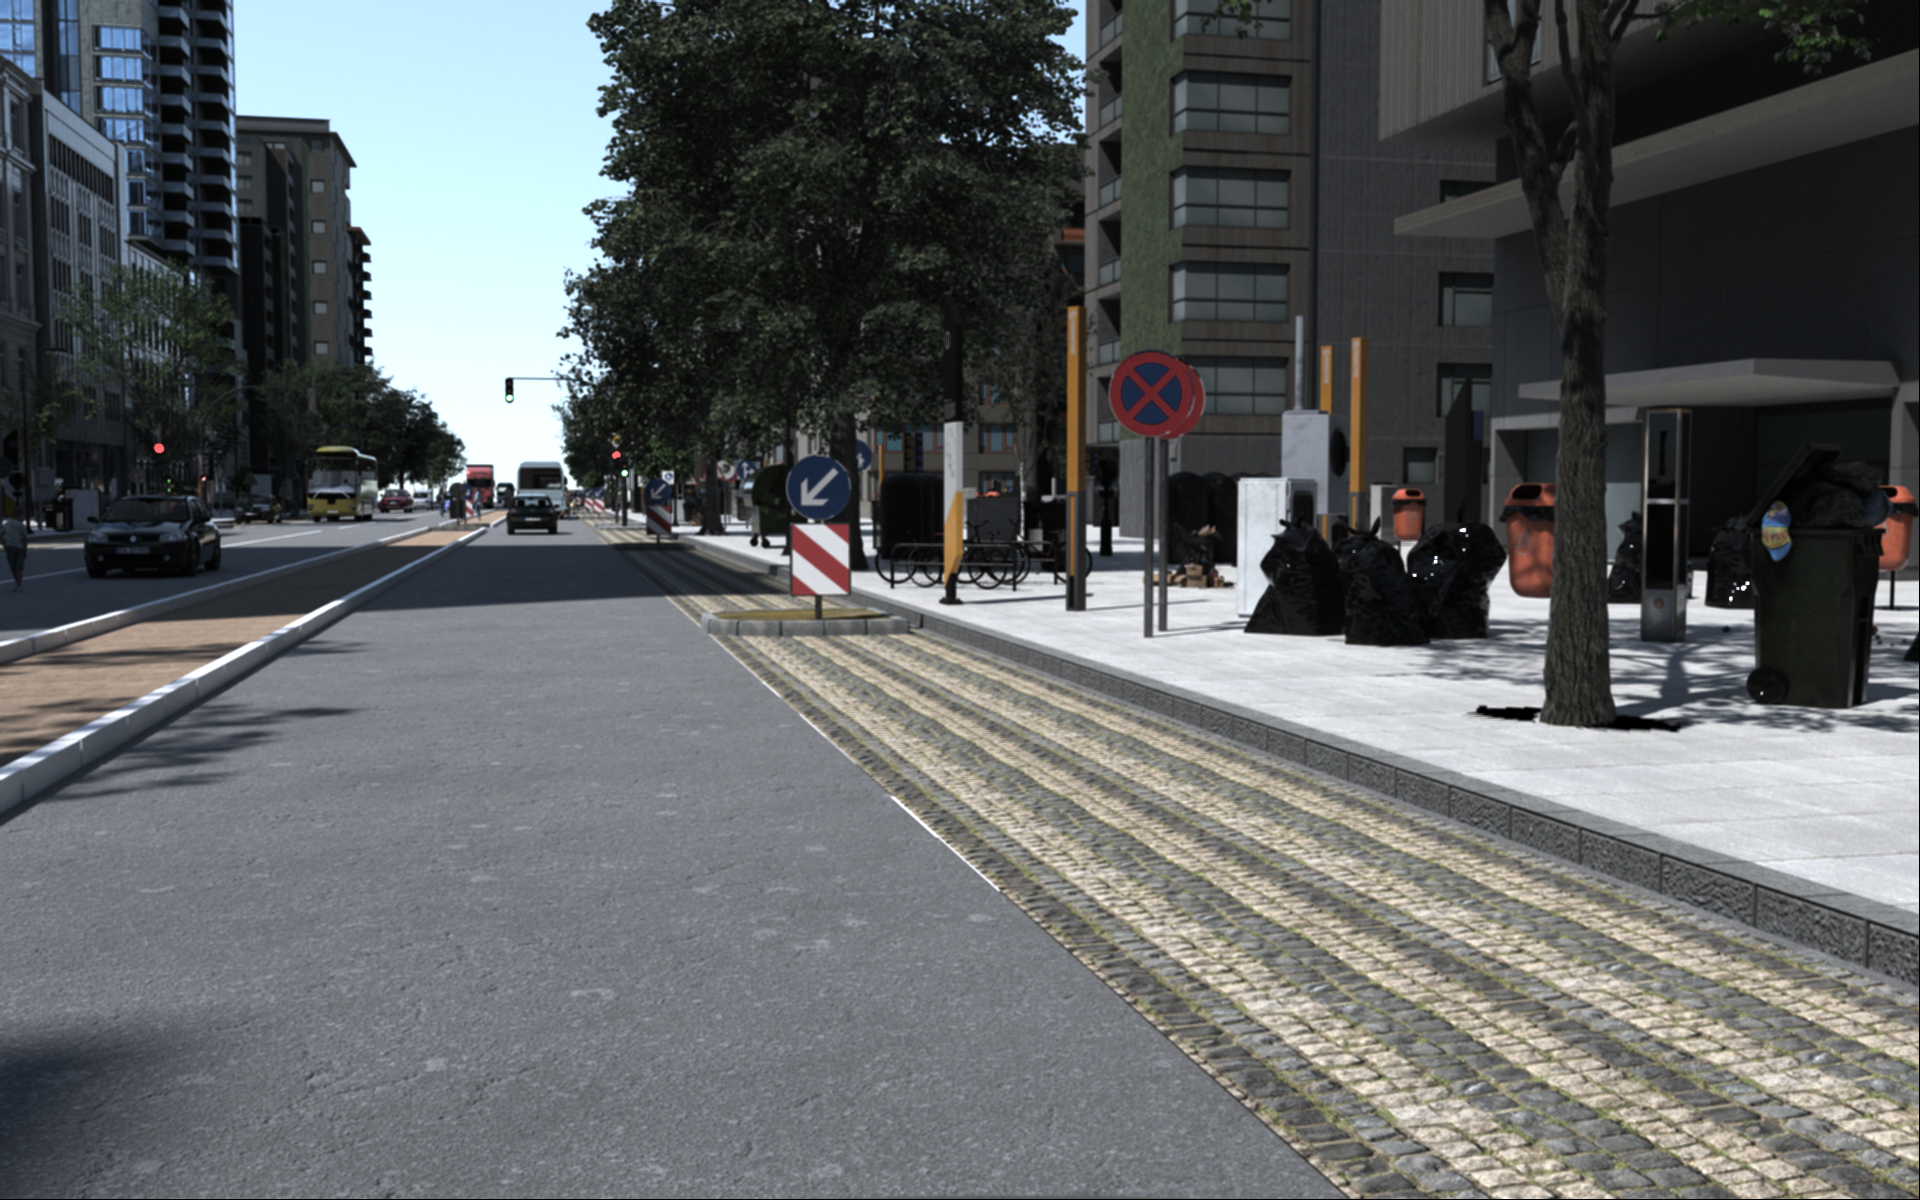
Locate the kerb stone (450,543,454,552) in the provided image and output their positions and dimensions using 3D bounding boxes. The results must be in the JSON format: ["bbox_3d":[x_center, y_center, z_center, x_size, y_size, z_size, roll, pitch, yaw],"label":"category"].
[{"bbox_3d":[-12.573,-1.240,42.470,0.120,0.150,1.000,-1,4,-13],"label":"kerb stone"}]

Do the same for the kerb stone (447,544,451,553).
[{"bbox_3d":[-12.334,-1.179,41.476,0.120,0.150,1.000,-1,4,-13],"label":"kerb stone"}]

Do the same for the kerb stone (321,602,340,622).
[{"bbox_3d":[-7.148,0.163,19.531,0.120,0.150,1.000,-1,4,-13],"label":"kerb stone"}]

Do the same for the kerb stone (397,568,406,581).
[{"bbox_3d":[-9.262,-0.386,28.501,0.120,0.150,1.000,-1,4,-13],"label":"kerb stone"}]

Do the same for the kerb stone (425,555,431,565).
[{"bbox_3d":[-10.679,-0.746,34.489,0.120,0.150,1.000,-1,4,-13],"label":"kerb stone"}]

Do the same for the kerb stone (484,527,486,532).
[{"bbox_3d":[-17.518,-2.520,63.398,0.120,0.150,1.000,-1,4,-13],"label":"kerb stone"}]

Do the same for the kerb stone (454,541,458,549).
[{"bbox_3d":[-13.047,-1.362,44.459,0.120,0.150,1.000,-1,4,-13],"label":"kerb stone"}]

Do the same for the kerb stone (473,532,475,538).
[{"bbox_3d":[-15.397,-1.971,54.428,0.120,0.150,1.000,-1,4,-13],"label":"kerb stone"}]

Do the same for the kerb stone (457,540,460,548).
[{"bbox_3d":[-13.279,-1.423,45.456,0.120,0.150,1.000,-1,4,-13],"label":"kerb stone"}]

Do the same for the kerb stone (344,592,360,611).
[{"bbox_3d":[-7.611,0.041,21.523,0.120,0.150,1.000,-1,4,-13],"label":"kerb stone"}]

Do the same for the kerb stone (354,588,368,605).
[{"bbox_3d":[-7.847,-0.020,22.517,0.120,0.150,1.000,-1,4,-13],"label":"kerb stone"}]

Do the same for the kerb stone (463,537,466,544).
[{"bbox_3d":[-13.981,-1.603,48.444,0.120,0.150,1.000,-1,4,-13],"label":"kerb stone"}]

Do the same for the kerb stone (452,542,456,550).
[{"bbox_3d":[-12.803,-1.301,43.467,0.120,0.150,1.000,-1,4,-13],"label":"kerb stone"}]

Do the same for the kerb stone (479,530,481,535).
[{"bbox_3d":[-16.336,-2.215,58.412,0.120,0.150,1.000,-1,4,-13],"label":"kerb stone"}]

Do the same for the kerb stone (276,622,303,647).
[{"bbox_3d":[-6.437,0.351,16.540,0.120,0.150,1.000,-1,4,-13],"label":"kerb stone"}]

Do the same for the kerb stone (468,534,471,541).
[{"bbox_3d":[-14.689,-1.789,51.442,0.120,0.150,1.000,-1,4,-13],"label":"kerb stone"}]

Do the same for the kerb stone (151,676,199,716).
[{"bbox_3d":[-5.257,0.653,11.555,0.120,0.150,1.000,-1,4,-13],"label":"kerb stone"}]

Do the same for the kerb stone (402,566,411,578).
[{"bbox_3d":[-9.499,-0.443,29.496,0.120,0.150,1.000,-1,4,-13],"label":"kerb stone"}]

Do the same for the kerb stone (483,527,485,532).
[{"bbox_3d":[-17.282,-2.454,62.402,0.120,0.150,1.000,-1,4,-13],"label":"kerb stone"}]

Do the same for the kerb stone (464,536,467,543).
[{"bbox_3d":[-14.219,-1.666,49.439,0.120,0.150,1.000,-1,4,-13],"label":"kerb stone"}]

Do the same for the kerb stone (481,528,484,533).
[{"bbox_3d":[-17.042,-2.398,61.406,0.120,0.150,1.000,-1,4,-13],"label":"kerb stone"}]

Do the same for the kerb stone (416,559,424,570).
[{"bbox_3d":[-10.211,-0.630,32.496,0.120,0.150,1.000,-1,4,-13],"label":"kerb stone"}]

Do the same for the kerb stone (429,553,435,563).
[{"bbox_3d":[-10.914,-0.809,35.493,0.120,0.150,1.000,-1,4,-13],"label":"kerb stone"}]

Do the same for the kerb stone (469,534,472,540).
[{"bbox_3d":[-14.927,-1.847,52.438,0.120,0.150,1.000,-1,4,-13],"label":"kerb stone"}]

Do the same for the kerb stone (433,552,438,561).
[{"bbox_3d":[-11.151,-0.874,36.487,0.120,0.150,1.000,-1,4,-13],"label":"kerb stone"}]

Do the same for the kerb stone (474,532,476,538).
[{"bbox_3d":[-15.646,-2.032,55.419,0.120,0.150,1.000,-1,4,-13],"label":"kerb stone"}]

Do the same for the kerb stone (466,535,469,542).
[{"bbox_3d":[-14.456,-1.728,50.441,0.120,0.150,1.000,-1,4,-13],"label":"kerb stone"}]

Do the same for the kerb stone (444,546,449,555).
[{"bbox_3d":[-12.095,-1.112,40.481,0.120,0.150,1.000,-1,4,-13],"label":"kerb stone"}]

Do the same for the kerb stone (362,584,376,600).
[{"bbox_3d":[-8.082,-0.081,23.514,0.120,0.150,1.000,-1,4,-13],"label":"kerb stone"}]

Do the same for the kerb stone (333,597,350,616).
[{"bbox_3d":[-7.382,0.102,20.527,0.120,0.150,1.000,-1,4,-13],"label":"kerb stone"}]

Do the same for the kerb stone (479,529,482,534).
[{"bbox_3d":[-16.579,-2.276,59.407,0.120,0.150,1.000,-1,4,-13],"label":"kerb stone"}]

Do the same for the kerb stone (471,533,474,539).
[{"bbox_3d":[-15.171,-1.910,53.431,0.120,0.150,1.000,-1,4,-13],"label":"kerb stone"}]

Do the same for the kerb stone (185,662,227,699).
[{"bbox_3d":[-5.487,0.590,12.551,0.120,0.150,1.000,-1,4,-13],"label":"kerb stone"}]

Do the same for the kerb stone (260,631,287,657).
[{"bbox_3d":[-6.199,0.412,15.546,0.120,0.150,1.000,-1,4,-13],"label":"kerb stone"}]

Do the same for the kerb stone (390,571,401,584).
[{"bbox_3d":[-9.025,-0.324,27.497,0.120,0.150,1.000,-1,4,-13],"label":"kerb stone"}]

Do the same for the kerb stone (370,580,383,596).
[{"bbox_3d":[-8.315,-0.142,24.512,0.120,0.150,1.000,-1,4,-13],"label":"kerb stone"}]

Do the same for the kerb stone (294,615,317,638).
[{"bbox_3d":[-6.666,0.287,17.537,0.120,0.150,1.000,-1,4,-13],"label":"kerb stone"}]

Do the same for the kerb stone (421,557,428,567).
[{"bbox_3d":[-10.444,-0.691,33.493,0.120,0.150,1.000,-1,4,-13],"label":"kerb stone"}]

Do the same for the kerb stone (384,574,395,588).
[{"bbox_3d":[-8.791,-0.263,26.502,0.120,0.150,1.000,-1,4,-13],"label":"kerb stone"}]

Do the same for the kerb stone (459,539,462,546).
[{"bbox_3d":[-13.513,-1.484,46.454,0.120,0.150,1.000,-1,4,-13],"label":"kerb stone"}]

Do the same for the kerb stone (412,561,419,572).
[{"bbox_3d":[-9.981,-0.567,31.488,0.120,0.150,1.000,-1,4,-13],"label":"kerb stone"}]

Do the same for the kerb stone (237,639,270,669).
[{"bbox_3d":[-5.962,0.468,14.539,0.120,0.150,1.000,-1,4,-13],"label":"kerb stone"}]

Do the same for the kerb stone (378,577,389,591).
[{"bbox_3d":[-8.555,-0.200,25.507,0.120,0.150,1.000,-1,4,-13],"label":"kerb stone"}]

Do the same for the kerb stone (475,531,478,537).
[{"bbox_3d":[-15.866,-2.093,56.420,0.120,0.150,1.000,-1,4,-13],"label":"kerb stone"}]

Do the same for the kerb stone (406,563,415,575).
[{"bbox_3d":[-9.739,-0.508,30.493,0.120,0.150,1.000,-1,4,-13],"label":"kerb stone"}]

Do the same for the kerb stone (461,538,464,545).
[{"bbox_3d":[-13.753,-1.543,47.448,0.120,0.150,1.000,-1,4,-13],"label":"kerb stone"}]

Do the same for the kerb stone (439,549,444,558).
[{"bbox_3d":[-11.623,-0.996,38.477,0.120,0.150,1.000,-1,4,-13],"label":"kerb stone"}]

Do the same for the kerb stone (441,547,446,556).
[{"bbox_3d":[-11.858,-1.053,39.481,0.120,0.150,1.000,-1,4,-13],"label":"kerb stone"}]

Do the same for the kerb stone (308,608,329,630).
[{"bbox_3d":[-6.908,0.224,18.537,0.120,0.150,1.000,-1,4,-13],"label":"kerb stone"}]

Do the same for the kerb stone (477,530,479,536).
[{"bbox_3d":[-16.102,-2.154,57.415,0.120,0.150,1.000,-1,4,-13],"label":"kerb stone"}]

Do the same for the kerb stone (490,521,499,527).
[{"bbox_3d":[-20.953,-3.402,77.917,0.120,0.150,1.000,-1,4,-13],"label":"kerb stone"}]

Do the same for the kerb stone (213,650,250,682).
[{"bbox_3d":[-5.724,0.529,13.545,0.120,0.150,1.000,-1,4,-13],"label":"kerb stone"}]

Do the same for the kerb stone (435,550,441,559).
[{"bbox_3d":[-11.387,-0.935,37.483,0.120,0.150,1.000,-1,4,-13],"label":"kerb stone"}]
